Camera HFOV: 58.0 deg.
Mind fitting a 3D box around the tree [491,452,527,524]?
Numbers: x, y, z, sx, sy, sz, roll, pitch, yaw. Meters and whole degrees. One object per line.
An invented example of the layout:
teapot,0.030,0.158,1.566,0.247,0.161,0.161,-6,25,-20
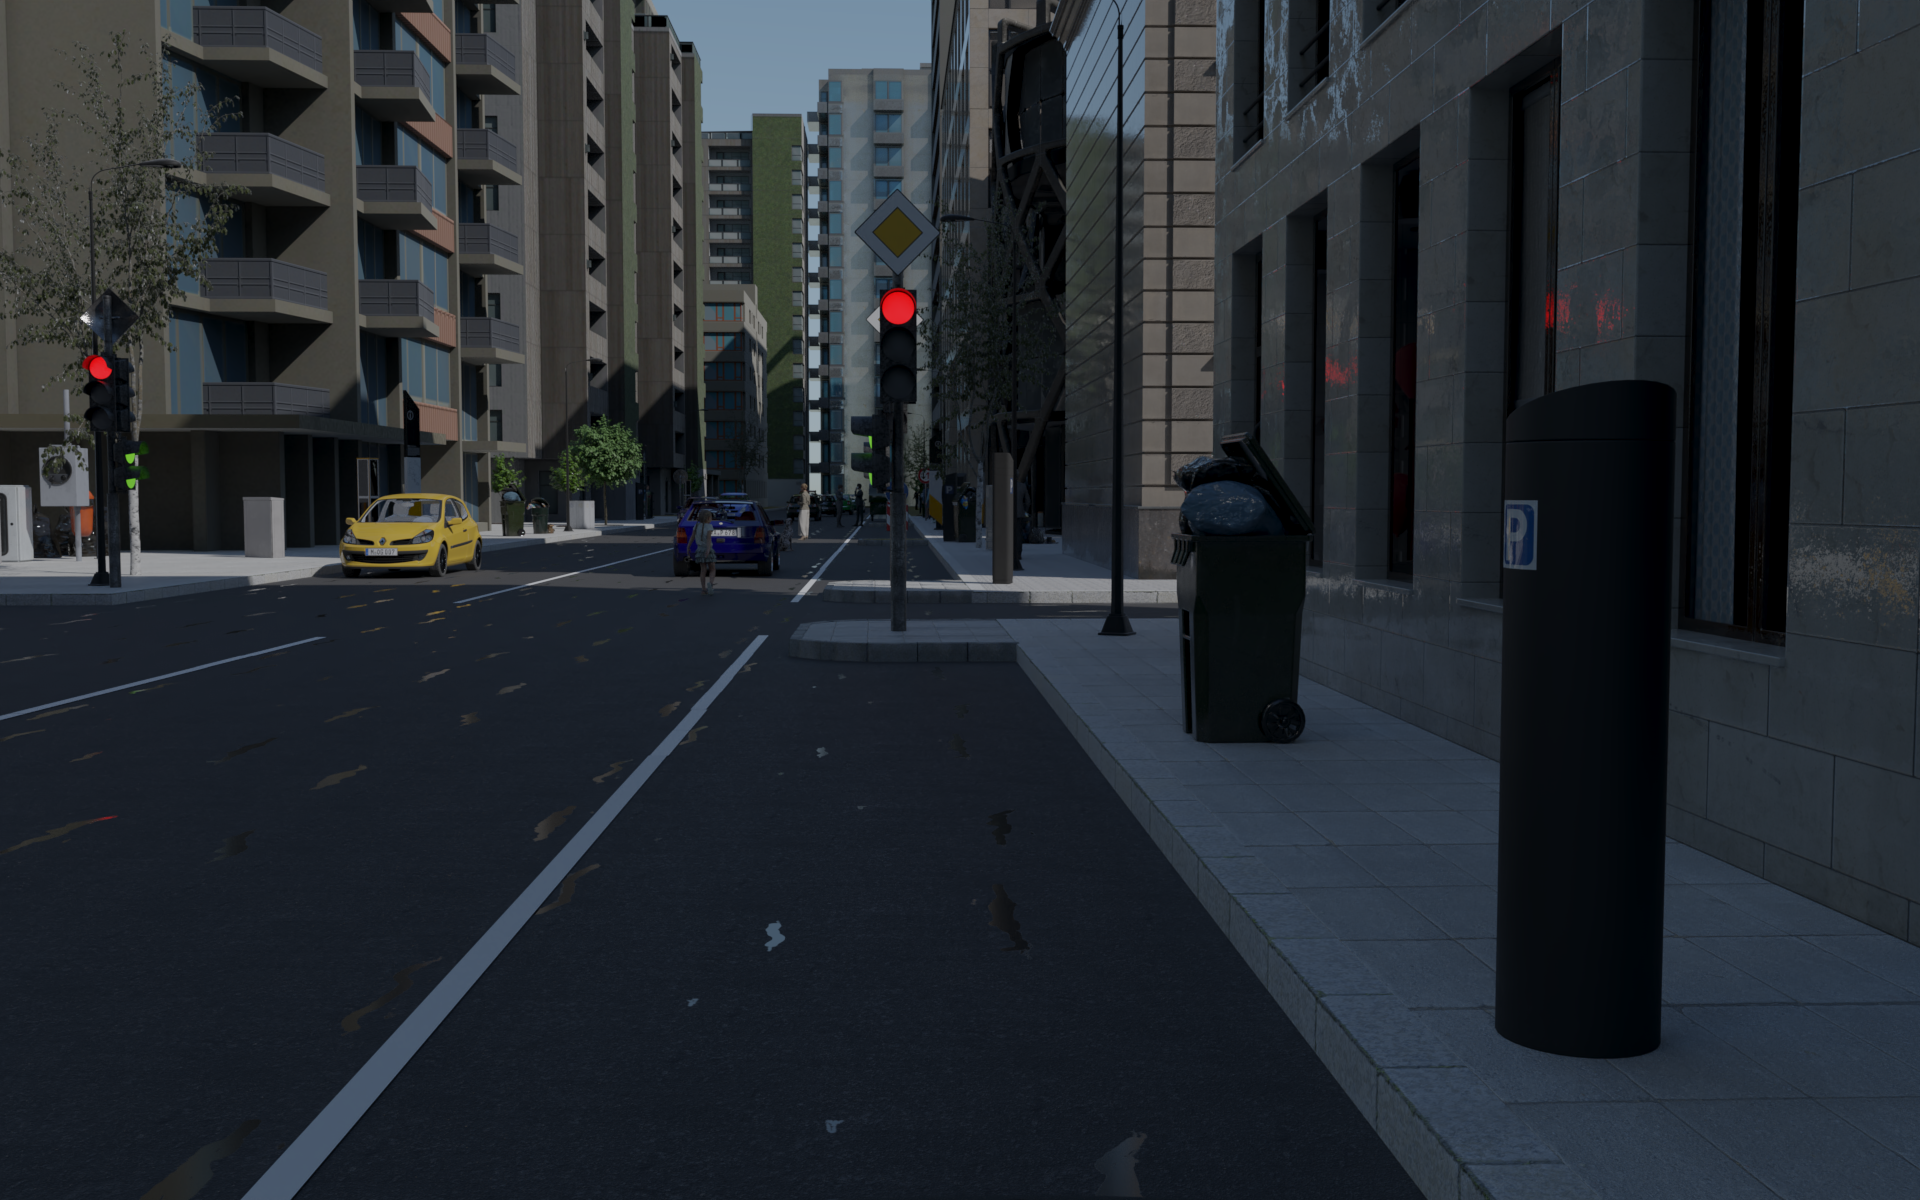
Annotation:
tree,-19.519,-4.841,73.754,1.663,3.219,1.824,0,3,0

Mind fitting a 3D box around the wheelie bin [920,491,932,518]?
wheelie bin,-1.732,-5.240,93.581,0.693,1.594,0.980,2,4,29

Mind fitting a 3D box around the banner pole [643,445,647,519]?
banner pole,-16.031,-6.003,88.158,0.401,3.779,0.863,0,4,-1

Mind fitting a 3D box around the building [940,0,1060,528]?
building,9.254,-17.014,82.690,19.350,26.468,34.151,0,4,-2

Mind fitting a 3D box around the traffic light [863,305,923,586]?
traffic light,-0.922,-2.152,24.105,0.839,4.253,0.868,0,4,-2

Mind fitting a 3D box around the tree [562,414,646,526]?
tree,-14.536,-5.329,70.838,4.285,4.588,4.351,0,3,0

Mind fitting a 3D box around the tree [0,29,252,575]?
tree,-13.288,-4.698,27.177,4.360,8.622,3.978,0,3,0

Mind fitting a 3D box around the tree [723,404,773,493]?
tree,-17.733,-11.769,142.782,4.360,8.622,3.978,0,3,0

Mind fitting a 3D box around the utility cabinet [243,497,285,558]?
utility cabinet,-14.053,-1.457,34.985,1.020,1.237,0.306,3,4,37

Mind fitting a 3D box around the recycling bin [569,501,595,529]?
recycling bin,-13.918,-3.125,63.651,0.722,1.027,0.722,1,4,18

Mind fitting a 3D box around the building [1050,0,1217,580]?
building,14.543,-14.307,31.187,25.104,27.353,12.463,0,4,-2

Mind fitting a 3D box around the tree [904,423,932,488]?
tree,-4.506,-13.845,176.733,4.737,8.622,4.395,0,3,0

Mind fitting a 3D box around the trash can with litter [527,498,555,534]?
trash can with litter,-13.518,-2.726,55.956,0.624,1.170,1.055,1,4,8

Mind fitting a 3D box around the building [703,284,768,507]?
building,-33.289,-19.276,160.208,28.899,21.520,27.650,0,4,-2

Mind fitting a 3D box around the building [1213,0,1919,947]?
building,7.797,-9.302,6.841,10.420,20.320,16.860,0,4,-2

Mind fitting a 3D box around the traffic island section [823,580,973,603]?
traffic island section,-0.881,-0.119,24.220,2.009,0.180,2.903,0,4,-2

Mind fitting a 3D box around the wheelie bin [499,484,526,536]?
wheelie bin,-13.576,-2.730,52.539,0.693,1.594,0.980,-2,4,-33

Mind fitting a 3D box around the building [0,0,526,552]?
building,-25.572,-24.195,50.220,22.147,44.769,28.867,0,4,-2

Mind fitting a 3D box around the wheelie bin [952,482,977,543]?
wheelie bin,0.175,-2.334,46.070,0.693,1.594,0.980,-1,4,-13

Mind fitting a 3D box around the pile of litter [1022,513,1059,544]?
pile of litter,1.714,-1.897,44.975,1.719,0.858,1.176,3,5,40

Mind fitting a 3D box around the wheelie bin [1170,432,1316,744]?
wheelie bin,1.461,-0.073,9.106,0.693,1.594,0.980,0,4,-3

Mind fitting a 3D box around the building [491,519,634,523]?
building,-23.260,-18.944,81.437,14.160,30.474,14.107,0,4,-2

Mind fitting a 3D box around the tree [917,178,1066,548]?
tree,0.520,-5.564,41.340,4.360,8.622,3.978,0,3,0

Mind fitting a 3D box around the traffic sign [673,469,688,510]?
traffic sign,-14.394,-5.452,89.244,0.768,2.556,0.104,0,4,5

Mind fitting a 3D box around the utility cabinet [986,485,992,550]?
utility cabinet,0.927,-1.861,39.102,0.318,1.500,1.173,-1,4,-21

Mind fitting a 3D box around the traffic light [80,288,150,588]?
traffic light,-11.573,-2.124,23.653,0.839,4.253,0.868,0,4,-2

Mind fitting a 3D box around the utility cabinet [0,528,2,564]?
utility cabinet,-17.661,-1.235,31.352,0.306,1.237,1.020,-1,4,-14

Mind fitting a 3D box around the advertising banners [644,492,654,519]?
advertising banners,-16.727,-5.760,90.357,2.074,3.025,0.090,2,4,35

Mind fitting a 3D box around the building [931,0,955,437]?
building,9.008,-30.019,114.520,21.300,48.544,21.600,0,4,-2

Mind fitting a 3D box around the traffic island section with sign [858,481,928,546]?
traffic island section with sign,-1.891,-2.464,48.915,1.989,1.847,2.006,0,4,-2

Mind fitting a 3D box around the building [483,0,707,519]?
building,-23.325,-20.406,105.339,14.160,30.474,14.107,0,4,-2

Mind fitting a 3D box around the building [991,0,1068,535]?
building,9.371,-11.583,56.837,16.820,18.784,16.811,0,4,-2

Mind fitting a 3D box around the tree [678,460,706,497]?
tree,-15.210,-6.309,97.750,1.663,3.219,1.824,0,3,0

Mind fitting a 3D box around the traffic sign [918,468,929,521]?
traffic sign,-1.641,-5.094,83.395,0.768,2.556,0.104,0,4,5

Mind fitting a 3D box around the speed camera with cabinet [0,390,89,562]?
speed camera with cabinet,-17.606,-2.344,32.665,2.038,3.252,0.660,0,4,-4

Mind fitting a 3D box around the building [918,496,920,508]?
building,12.277,-28.742,161.808,32.217,40.220,23.993,0,4,-2

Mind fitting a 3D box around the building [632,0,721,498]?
building,-33.925,-26.407,123.638,32.217,40.220,23.993,0,4,-2

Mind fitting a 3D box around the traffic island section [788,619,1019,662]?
traffic island section,-0.553,0.369,16.242,2.009,0.180,2.903,0,4,-2

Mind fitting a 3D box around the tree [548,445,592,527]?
tree,-15.167,-4.470,67.690,1.663,3.219,1.824,0,3,0

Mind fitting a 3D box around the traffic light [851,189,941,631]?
traffic light,-0.594,-1.664,16.126,0.839,4.253,0.868,0,4,-2

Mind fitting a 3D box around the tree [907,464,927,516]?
tree,-2.068,-6.607,102.619,1.663,3.219,1.824,0,3,0
